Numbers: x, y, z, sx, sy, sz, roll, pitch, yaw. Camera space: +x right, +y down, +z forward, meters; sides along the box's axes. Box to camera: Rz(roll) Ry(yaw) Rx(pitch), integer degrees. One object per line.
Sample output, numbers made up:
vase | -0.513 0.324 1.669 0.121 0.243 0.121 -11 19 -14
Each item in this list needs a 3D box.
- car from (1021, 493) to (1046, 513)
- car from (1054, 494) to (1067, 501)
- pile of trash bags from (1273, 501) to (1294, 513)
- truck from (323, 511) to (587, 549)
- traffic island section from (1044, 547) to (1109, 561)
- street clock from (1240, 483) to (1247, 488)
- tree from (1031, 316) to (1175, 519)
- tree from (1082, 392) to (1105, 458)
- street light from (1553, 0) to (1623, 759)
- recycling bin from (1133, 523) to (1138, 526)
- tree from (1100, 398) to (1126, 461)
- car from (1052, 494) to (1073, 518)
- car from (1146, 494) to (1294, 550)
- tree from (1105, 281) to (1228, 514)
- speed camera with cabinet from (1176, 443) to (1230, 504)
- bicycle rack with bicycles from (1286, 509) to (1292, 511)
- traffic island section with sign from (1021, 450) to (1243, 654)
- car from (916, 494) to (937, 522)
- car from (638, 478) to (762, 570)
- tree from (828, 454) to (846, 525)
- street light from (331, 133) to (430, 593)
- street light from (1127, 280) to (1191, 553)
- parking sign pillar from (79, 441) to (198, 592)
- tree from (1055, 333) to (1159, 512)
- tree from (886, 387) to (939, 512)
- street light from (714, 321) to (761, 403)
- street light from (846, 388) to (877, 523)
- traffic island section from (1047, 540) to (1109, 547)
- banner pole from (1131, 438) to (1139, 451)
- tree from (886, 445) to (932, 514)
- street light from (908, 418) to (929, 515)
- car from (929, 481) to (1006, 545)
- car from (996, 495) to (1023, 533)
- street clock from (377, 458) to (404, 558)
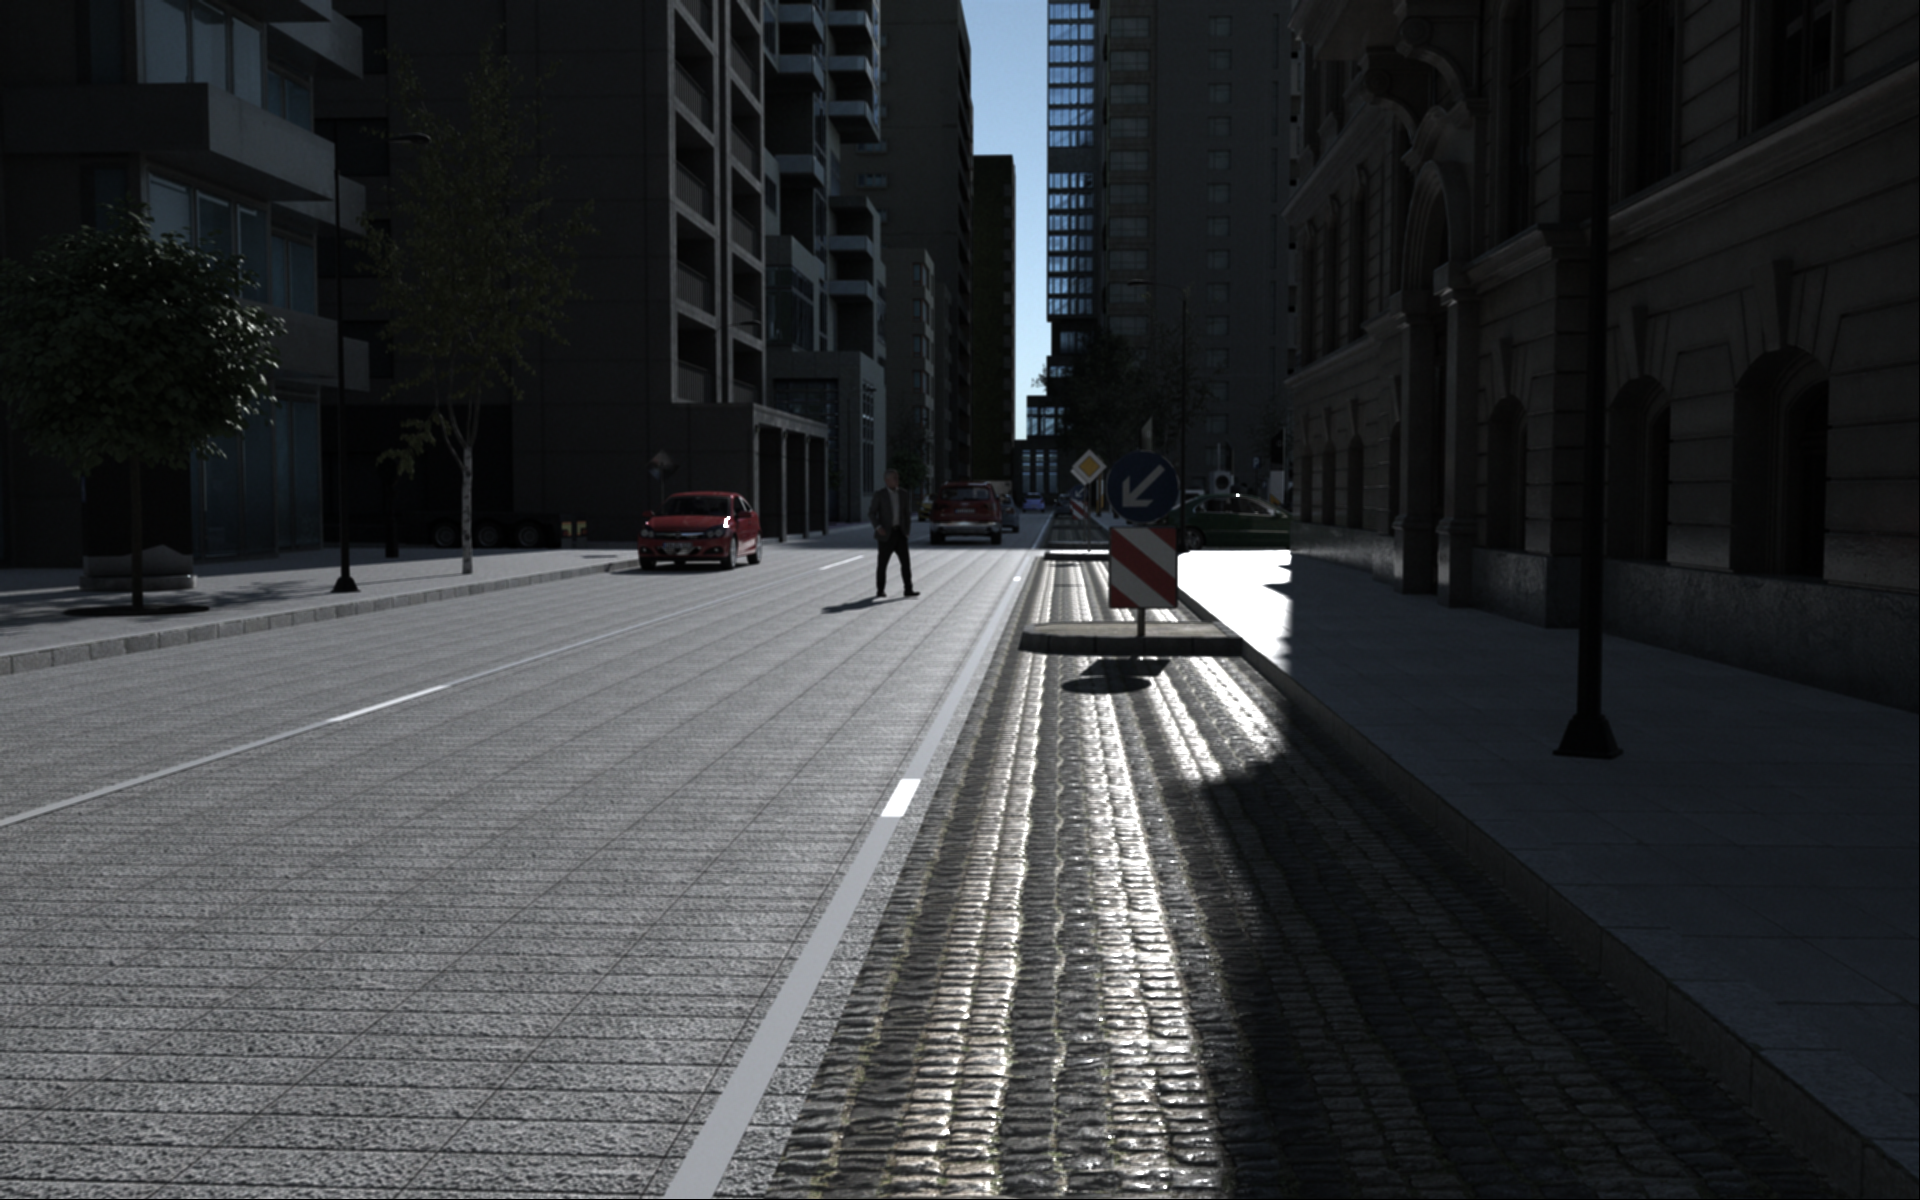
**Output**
car | 5.707 -7.630 134.335 1.945 1.707 3.694 0 4 2
car | 8.014 -7.275 129.170 2.015 1.641 3.980 0 4 2
pile of trash bags | 11.285 -2.692 53.761 3.447 1.369 1.912 1 4 10
truck | -19.098 -3.329 44.193 18.799 4.110 2.967 0 4 3
traffic island section | 2.877 -0.981 38.322 2.009 0.180 2.903 0 4 3
street clock | 18.447 -6.620 112.806 0.471 2.002 0.358 -2 4 -30
tree | 7.928 -9.561 90.742 7.601 10.594 8.767 2 4 33
tree | 9.819 -9.773 110.150 4.360 8.622 3.978 0 3 0
street light | 2.561 -2.194 8.409 1.470 5.913 1.316 0 4 3
recycling bin | 5.784 -2.483 53.155 0.722 1.027 0.722 -3 5 -40
tree | 11.631 -11.033 130.744 4.737 8.622 4.395 0 3 0
car | 6.561 -5.652 104.417 2.014 1.417 4.499 0 4 3
car | 6.796 -1.827 41.670 4.920 1.459 2.131 0 4 2
tree | 7.365 -6.747 60.679 4.360 8.622 3.978 0 3 0
speed camera with cabinet | 9.418 -4.450 67.096 2.038 3.252 0.660 -1 4 -13
bicycle rack with bicycles | 8.108 -2.127 48.164 2.852 0.926 2.925 0 4 4
traffic island section with sign | 1.581 -0.473 16.356 1.989 1.847 2.006 0 4 3
car | -1.270 -4.941 91.001 2.015 1.641 3.980 0 4 2
car | -5.084 -1.535 34.137 2.155 1.783 4.494 0 4 3
tree | -5.536 -4.740 72.099 1.663 3.219 1.824 0 3 0
street light | -7.518 -3.056 22.501 1.470 5.913 1.316 0 4 3
street light | 4.328 -3.988 37.742 1.470 5.913 1.316 0 4 3
parking sign pillar | -11.107 -2.131 23.315 1.447 3.967 1.447 -2 4 -35
tree | 10.468 -12.506 122.597 7.486 12.596 7.792 0 3 0
tree | -3.435 -10.293 118.652 4.360 8.622 3.978 0 3 0
street light | -6.036 -4.530 46.606 1.470 5.913 1.316 0 4 3
street light | -4.351 -6.344 76.260 1.470 5.913 1.316 0 4 3
traffic island section | 3.348 -1.469 46.294 2.009 0.180 2.903 0 4 3
banner pole | 7.905 -5.357 77.598 0.401 3.779 0.863 -3 5 -43
tree | -3.510 -7.915 113.127 4.285 4.588 4.351 0 3 0
street light | -2.565 -8.153 105.848 1.470 5.913 1.316 0 4 3
car | 0.210 -2.565 50.609 2.281 1.827 5.304 0 4 2
car | 1.367 -3.264 65.364 2.014 1.417 4.499 0 4 3
street clock | -11.472 -1.856 34.923 0.471 2.002 0.358 1 4 13
